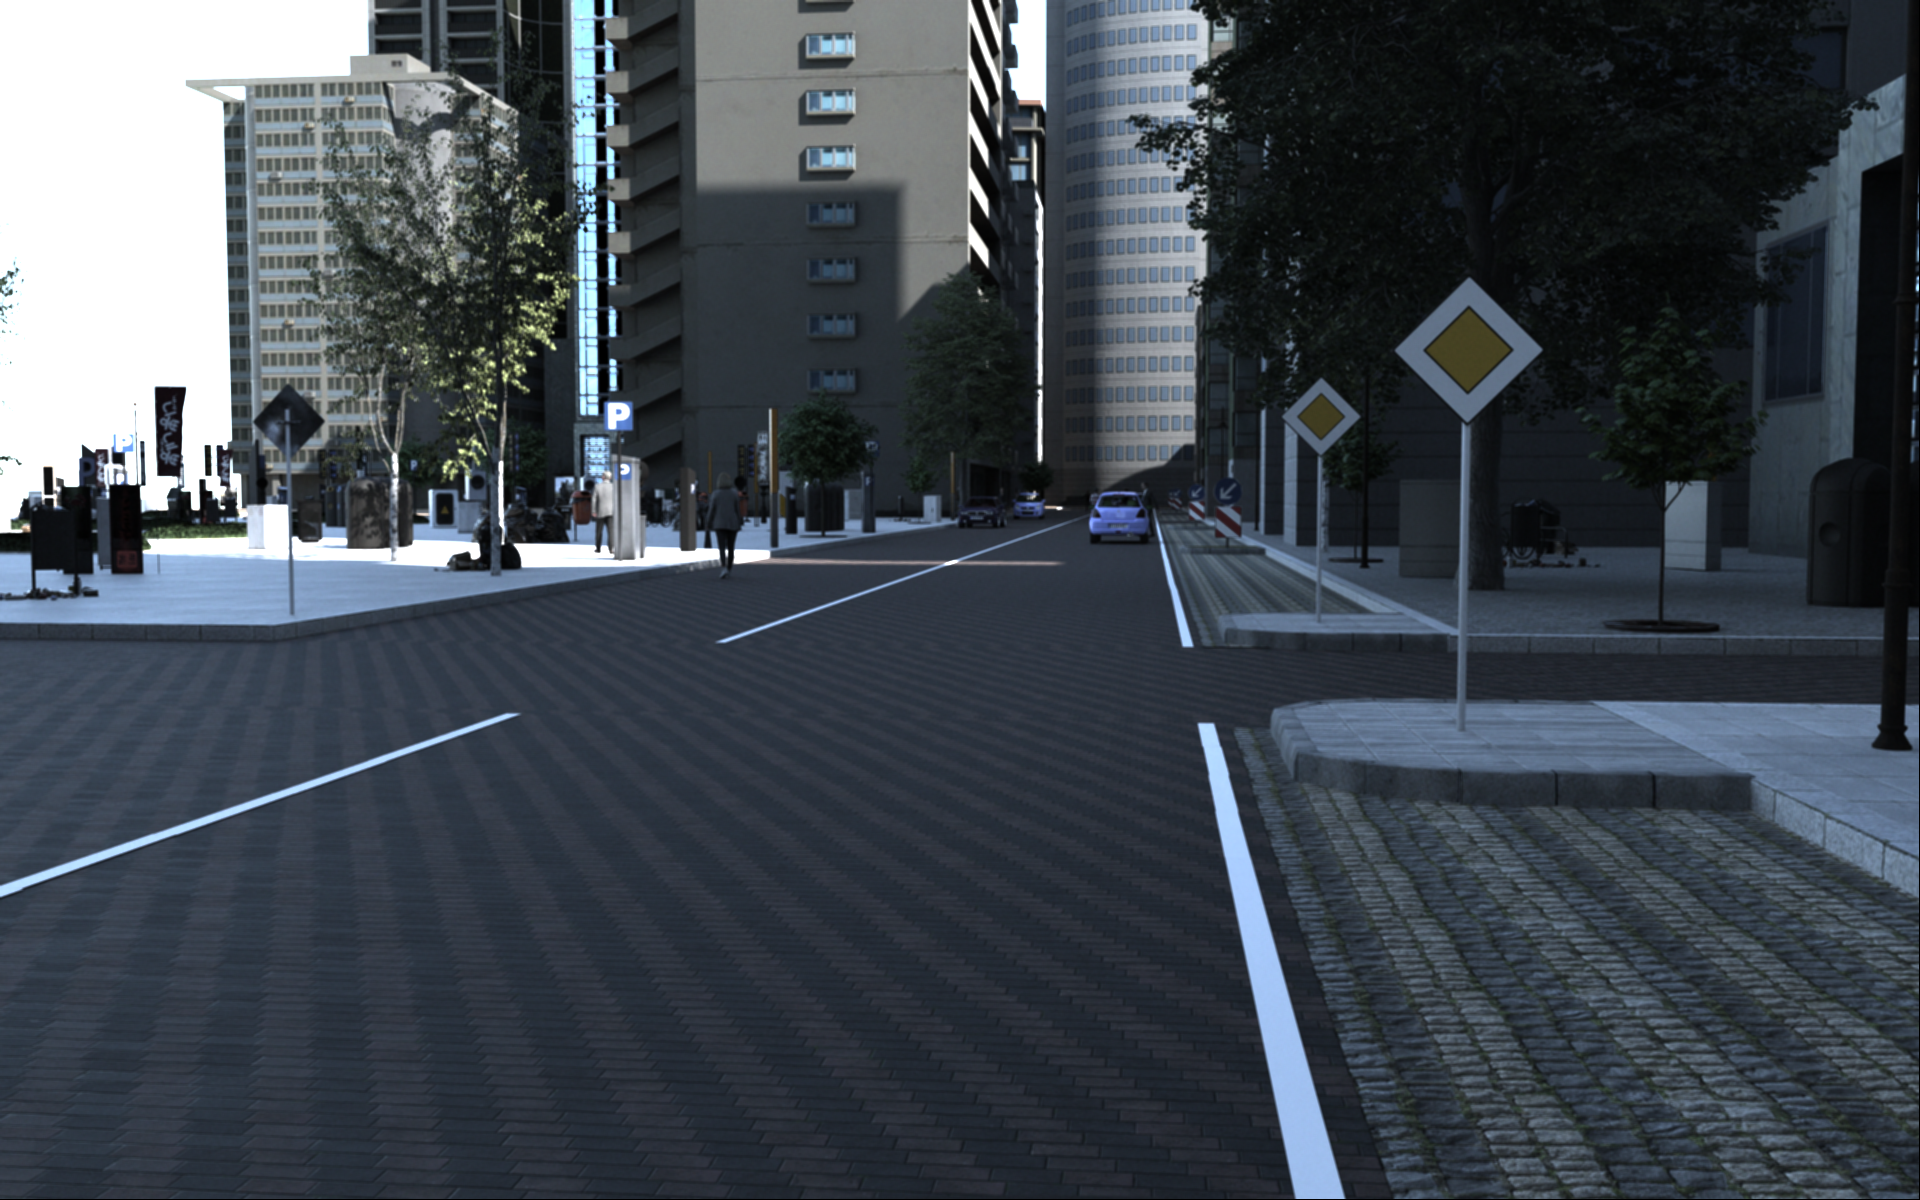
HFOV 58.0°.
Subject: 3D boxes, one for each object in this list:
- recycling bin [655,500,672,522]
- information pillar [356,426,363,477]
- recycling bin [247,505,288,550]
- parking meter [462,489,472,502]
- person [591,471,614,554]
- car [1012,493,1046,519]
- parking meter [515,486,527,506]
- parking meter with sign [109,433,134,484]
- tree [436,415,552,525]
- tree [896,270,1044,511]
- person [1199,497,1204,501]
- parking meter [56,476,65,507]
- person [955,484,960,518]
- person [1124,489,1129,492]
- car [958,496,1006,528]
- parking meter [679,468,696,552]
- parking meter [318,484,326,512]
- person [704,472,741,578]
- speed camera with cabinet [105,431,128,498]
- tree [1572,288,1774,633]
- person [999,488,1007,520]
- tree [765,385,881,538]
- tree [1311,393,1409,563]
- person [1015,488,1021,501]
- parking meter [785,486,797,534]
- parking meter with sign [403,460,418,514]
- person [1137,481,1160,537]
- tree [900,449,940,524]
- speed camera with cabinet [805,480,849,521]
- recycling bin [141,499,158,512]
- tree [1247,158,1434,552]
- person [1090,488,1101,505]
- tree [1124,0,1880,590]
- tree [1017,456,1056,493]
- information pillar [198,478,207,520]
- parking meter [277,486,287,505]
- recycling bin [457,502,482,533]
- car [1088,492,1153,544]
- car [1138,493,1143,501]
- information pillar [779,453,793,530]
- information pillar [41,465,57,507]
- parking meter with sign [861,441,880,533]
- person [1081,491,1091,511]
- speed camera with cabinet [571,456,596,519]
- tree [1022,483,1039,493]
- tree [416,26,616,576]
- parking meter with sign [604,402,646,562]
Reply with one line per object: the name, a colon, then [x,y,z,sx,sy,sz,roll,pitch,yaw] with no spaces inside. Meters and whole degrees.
recycling bin: [-13.545,-4.038,78.578,0.722,1.027,0.722,3,5,41]
information pillar: [-20.610,-4.168,59.497,0.183,3.616,0.504,0,4,-5]
recycling bin: [-15.947,-1.679,40.000,0.722,1.027,0.722,2,4,32]
parking meter: [-19.639,-3.707,69.016,0.372,1.533,0.369,0,3,0]
person: [-7.608,-1.877,37.122,0.661,1.777,0.834,-2,4,-27]
car: [3.974,-5.496,99.452,1.945,1.707,3.694,0,4,5]
parking meter: [-14.258,-2.928,56.282,0.372,1.533,0.369,0,3,0]
parking meter with sign: [-24.500,-3.320,50.547,0.543,3.016,1.738,-2,4,-33]
tree: [-18.584,-5.424,72.395,4.285,4.588,4.351,0,3,0]
tree: [0.554,-10.412,88.364,7.486,12.596,7.792,0,3,0]
person: [16.298,-6.755,117.160,0.551,1.740,0.621,-3,5,-44]
parking meter: [-28.307,-2.979,54.410,0.399,1.863,0.255,-3,5,-43]
person: [-0.057,-5.249,91.828,0.822,1.834,0.622,-2,4,-30]
person: [9.605,-5.618,101.174,0.721,1.723,1.217,2,4,24]
car: [0.956,-3.766,74.160,1.945,1.354,3.894,0,4,8]
parking meter: [-6.060,-2.011,38.583,0.255,1.863,0.399,1,4,14]
parking meter: [-35.261,-5.514,95.859,0.399,1.863,0.255,-2,4,-35]
person: [-4.090,-1.282,29.644,0.709,1.800,0.728,-1,4,-14]
speed camera with cabinet: [-25.948,-3.624,53.582,0.660,3.252,2.038,-2,4,-35]
tree: [6.539,-1.330,16.354,1.663,3.219,1.824,0,3,0]
person: [2.218,-5.042,91.363,0.576,1.772,0.534,1,4,16]
tree: [-4.169,-4.159,51.711,4.285,4.588,4.351,0,3,0]
tree: [7.409,-2.342,32.901,1.663,3.219,1.824,0,3,0]
person: [4.100,-7.111,122.969,0.621,1.740,0.551,-3,5,-43]
parking meter: [-5.419,-2.888,55.632,0.372,1.533,0.369,0,3,0]
parking meter with sign: [-28.516,-5.638,88.435,1.738,3.016,0.543,2,4,26]
person: [6.140,-2.995,57.240,0.755,1.850,0.659,-1,4,-20]
tree: [-1.752,-4.927,75.160,1.663,3.219,1.824,0,3,0]
speed camera with cabinet: [-6.279,-5.341,81.665,2.038,3.252,0.660,-2,4,-23]
recycling bin: [-44.294,-5.020,94.638,0.722,1.027,0.722,-3,5,-44]
tree: [8.288,-5.355,37.909,4.737,8.622,4.395,0,3,0]
person: [6.379,-4.399,81.255,0.563,1.720,0.643,1,4,9]
tree: [7.131,-7.115,22.987,9.857,13.997,8.962,0,3,0]
tree: [6.552,-10.096,148.778,4.285,4.588,4.351,0,3,0]
information pillar: [-35.051,-4.630,80.192,0.304,2.012,0.304,-1,4,-10]
parking meter: [-21.520,-2.857,55.130,0.372,1.533,0.369,0,3,0]
recycling bin: [-16.131,-2.720,57.019,0.722,1.027,0.722,0,4,-8]
car: [4.756,-2.557,51.393,1.945,1.707,3.694,0,4,7]
car: [15.458,-8.449,147.730,1.945,1.707,3.694,0,4,6]
information pillar: [-6.231,-4.337,62.268,0.504,3.616,0.183,-1,4,-13]
information pillar: [-23.077,-2.411,43.916,0.304,2.012,0.304,-1,4,-21]
parking meter with sign: [-3.029,-3.755,57.650,0.543,3.016,1.738,0,4,-8]
person: [10.658,-8.281,144.726,1.217,1.723,0.721,2,4,24]
speed camera with cabinet: [-19.873,-5.816,89.432,2.038,3.252,0.660,-2,4,-27]
tree: [6.403,-9.658,152.514,1.663,3.219,1.824,0,3,0]
tree: [-7.547,-4.691,27.055,4.360,8.622,3.978,0,3,0]
parking meter with sign: [-6.441,-2.282,33.564,0.543,3.016,1.738,0,4,0]
